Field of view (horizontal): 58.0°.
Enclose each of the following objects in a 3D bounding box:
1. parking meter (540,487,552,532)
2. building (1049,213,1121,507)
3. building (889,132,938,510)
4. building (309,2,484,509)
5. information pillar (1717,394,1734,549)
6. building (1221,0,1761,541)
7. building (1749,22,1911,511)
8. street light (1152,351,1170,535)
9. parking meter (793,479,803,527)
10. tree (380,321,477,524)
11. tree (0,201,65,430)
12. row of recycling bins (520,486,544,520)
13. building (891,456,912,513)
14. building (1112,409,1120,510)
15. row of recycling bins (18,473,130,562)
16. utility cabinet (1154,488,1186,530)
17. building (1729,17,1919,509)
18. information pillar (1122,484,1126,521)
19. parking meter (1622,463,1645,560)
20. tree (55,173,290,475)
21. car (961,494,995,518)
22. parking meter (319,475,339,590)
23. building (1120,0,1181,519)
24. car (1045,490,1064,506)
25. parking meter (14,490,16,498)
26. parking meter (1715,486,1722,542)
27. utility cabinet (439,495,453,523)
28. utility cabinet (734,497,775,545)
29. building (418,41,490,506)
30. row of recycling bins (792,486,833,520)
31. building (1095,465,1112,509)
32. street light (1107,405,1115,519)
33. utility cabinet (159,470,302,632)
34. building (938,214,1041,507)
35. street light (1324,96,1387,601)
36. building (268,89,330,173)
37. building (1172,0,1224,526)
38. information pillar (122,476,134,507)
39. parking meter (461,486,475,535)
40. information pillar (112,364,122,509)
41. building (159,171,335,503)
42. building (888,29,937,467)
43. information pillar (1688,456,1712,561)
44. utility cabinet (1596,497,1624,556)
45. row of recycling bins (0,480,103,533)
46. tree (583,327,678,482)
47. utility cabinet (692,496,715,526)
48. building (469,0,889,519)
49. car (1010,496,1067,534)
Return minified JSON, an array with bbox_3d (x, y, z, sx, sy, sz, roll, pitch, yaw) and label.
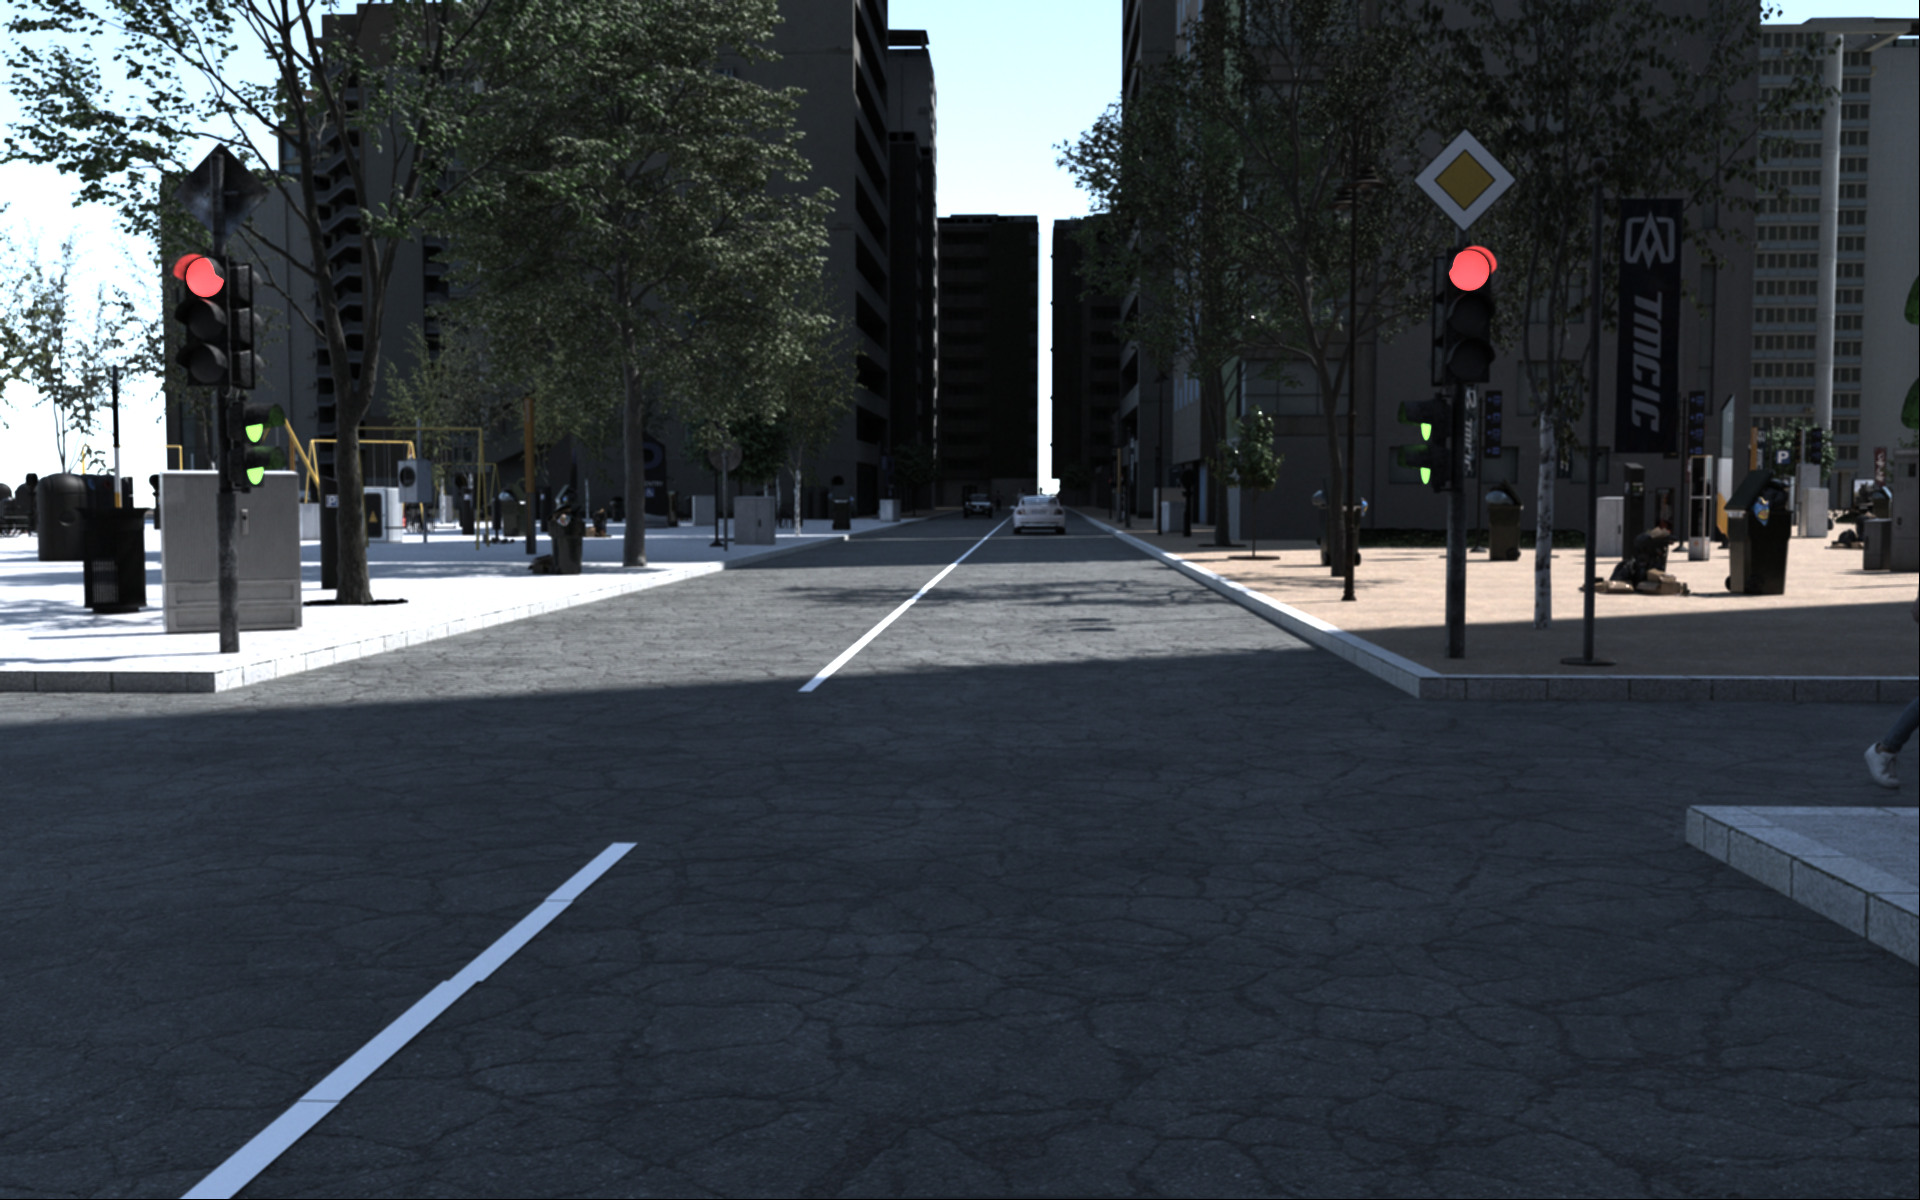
[{"bbox_3d":[-13.916,-3.047,58.227,0.372,1.533,0.369,0,3,0],"label":"parking meter"},{"bbox_3d":[16.467,-25.016,180.708,14.107,30.474,14.160,0,4,3],"label":"building"},{"bbox_3d":[-9.412,-22.428,138.400,14.160,30.474,14.107,0,4,3],"label":"building"},{"bbox_3d":[-48.751,-30.997,156.912,14.200,45.320,14.600,0,4,3],"label":"building"},{"bbox_3d":[17.827,-2.996,40.335,0.504,3.616,0.183,-3,4,-37],"label":"information pillar"},{"bbox_3d":[15.088,-22.620,53.426,14.154,41.232,14.086,0,4,3],"label":"building"},{"bbox_3d":[58.533,-27.629,143.621,23.993,40.220,32.217,0,4,3],"label":"building"},{"bbox_3d":[6.271,-4.979,54.187,0.468,5.910,1.993,0,4,3],"label":"street light"},{"bbox_3d":[-6.372,-3.809,67.988,0.255,1.863,0.399,-2,4,-32],"label":"parking meter"},{"bbox_3d":[-22.077,-7.490,72.816,4.737,8.622,4.395,0,3,0],"label":"tree"},{"bbox_3d":[-23.685,-5.540,40.940,4.737,8.622,4.395,0,3,0],"label":"tree"},{"bbox_3d":[-21.431,-4.854,86.470,1.069,1.692,3.534,0,4,7],"label":"row of recycling bins"},{"bbox_3d":[-13.926,-41.698,120.014,20.563,71.187,20.611,0,4,3],"label":"building"},{"bbox_3d":[22.938,-49.611,123.811,22.319,86.520,31.000,0,4,3],"label":"building"},{"bbox_3d":[-17.489,-1.678,34.546,1.069,1.692,3.534,-1,4,-9],"label":"row of recycling bins"},{"bbox_3d":[7.434,-3.206,61.099,1.173,1.500,0.318,-1,4,-12],"label":"utility cabinet"},{"bbox_3d":[78.276,-28.676,152.441,14.086,41.232,14.154,0,4,3],"label":"building"},{"bbox_3d":[7.719,-4.766,82.413,0.304,2.012,0.304,1,4,13],"label":"information pillar"},{"bbox_3d":[12.690,-1.647,32.635,0.255,1.863,0.399,0,4,-1],"label":"parking meter"},{"bbox_3d":[-17.355,-5.469,39.784,4.360,8.622,3.978,0,3,0],"label":"tree"},{"bbox_3d":[1.090,-5.758,103.936,2.009,1.686,4.222,0,4,1],"label":"car"},{"bbox_3d":[-8.446,-0.917,23.399,0.372,1.533,0.369,0,3,0],"label":"parking meter"},{"bbox_3d":[20.374,-29.045,98.593,21.300,48.544,21.600,0,4,3],"label":"building"},{"bbox_3d":[7.534,-8.235,143.686,2.155,1.783,4.494,0,4,4],"label":"car"},{"bbox_3d":[-47.181,-4.795,86.810,0.372,1.533,0.369,0,3,0],"label":"parking meter"},{"bbox_3d":[20.400,-2.318,46.310,0.372,1.533,0.369,0,3,0],"label":"parking meter"},{"bbox_3d":[-22.639,-3.985,76.312,0.306,1.237,1.020,-2,4,-32],"label":"utility cabinet"},{"bbox_3d":[-5.197,-1.997,43.812,1.020,1.237,0.306,1,4,16],"label":"utility cabinet"},{"bbox_3d":[-28.913,-27.889,147.869,23.993,40.220,32.217,0,4,3],"label":"building"},{"bbox_3d":[-7.201,-4.915,87.476,3.534,1.692,1.069,3,5,44],"label":"row of recycling bins"},{"bbox_3d":[22.519,-43.537,150.080,20.563,71.187,20.611,0,4,3],"label":"building"},{"bbox_3d":[7.673,-7.057,88.170,0.468,5.910,1.993,0,4,3],"label":"street light"},{"bbox_3d":[-6.800,-0.458,16.172,1.173,1.500,0.318,-2,4,-31],"label":"utility cabinet"},{"bbox_3d":[1.364,-25.062,181.470,14.107,30.474,14.160,0,4,3],"label":"building"},{"bbox_3d":[4.683,-2.929,20.673,0.468,5.910,1.993,0,4,3],"label":"street light"},{"bbox_3d":[-58.805,-32.600,187.636,28.867,44.769,22.147,0,4,3],"label":"building"},{"bbox_3d":[16.885,-26.008,75.344,14.600,45.320,14.200,0,4,3],"label":"building"},{"bbox_3d":[-33.877,-4.042,70.570,0.304,2.012,0.304,2,4,34],"label":"information pillar"},{"bbox_3d":[-15.349,-2.790,54.035,0.372,1.533,0.369,0,3,0],"label":"parking meter"},{"bbox_3d":[-15.148,-2.433,31.128,0.183,3.616,0.504,-2,4,-24],"label":"information pillar"},{"bbox_3d":[-62.862,-23.666,158.644,14.107,30.474,14.160,0,4,3],"label":"building"},{"bbox_3d":[-9.155,-28.889,155.926,14.086,41.232,14.154,0,4,3],"label":"building"},{"bbox_3d":[14.194,-1.757,33.215,0.304,2.012,0.304,3,5,44],"label":"information pillar"},{"bbox_3d":[13.642,-1.513,35.897,0.306,1.237,1.020,-1,4,-21],"label":"utility cabinet"},{"bbox_3d":[-32.883,-3.365,62.123,3.534,1.692,1.069,-1,4,-21],"label":"row of recycling bins"},{"bbox_3d":[-13.160,-7.351,70.550,4.360,8.622,3.978,0,3,0],"label":"tree"},{"bbox_3d":[-10.237,-3.573,69.572,1.020,1.237,0.306,-2,4,-34],"label":"utility cabinet"},{"bbox_3d":[-15.633,-29.113,99.695,21.300,48.544,21.600,0,4,3],"label":"building"},{"bbox_3d":[2.856,-3.090,62.890,2.083,1.381,4.827,0,4,1],"label":"car"}]
